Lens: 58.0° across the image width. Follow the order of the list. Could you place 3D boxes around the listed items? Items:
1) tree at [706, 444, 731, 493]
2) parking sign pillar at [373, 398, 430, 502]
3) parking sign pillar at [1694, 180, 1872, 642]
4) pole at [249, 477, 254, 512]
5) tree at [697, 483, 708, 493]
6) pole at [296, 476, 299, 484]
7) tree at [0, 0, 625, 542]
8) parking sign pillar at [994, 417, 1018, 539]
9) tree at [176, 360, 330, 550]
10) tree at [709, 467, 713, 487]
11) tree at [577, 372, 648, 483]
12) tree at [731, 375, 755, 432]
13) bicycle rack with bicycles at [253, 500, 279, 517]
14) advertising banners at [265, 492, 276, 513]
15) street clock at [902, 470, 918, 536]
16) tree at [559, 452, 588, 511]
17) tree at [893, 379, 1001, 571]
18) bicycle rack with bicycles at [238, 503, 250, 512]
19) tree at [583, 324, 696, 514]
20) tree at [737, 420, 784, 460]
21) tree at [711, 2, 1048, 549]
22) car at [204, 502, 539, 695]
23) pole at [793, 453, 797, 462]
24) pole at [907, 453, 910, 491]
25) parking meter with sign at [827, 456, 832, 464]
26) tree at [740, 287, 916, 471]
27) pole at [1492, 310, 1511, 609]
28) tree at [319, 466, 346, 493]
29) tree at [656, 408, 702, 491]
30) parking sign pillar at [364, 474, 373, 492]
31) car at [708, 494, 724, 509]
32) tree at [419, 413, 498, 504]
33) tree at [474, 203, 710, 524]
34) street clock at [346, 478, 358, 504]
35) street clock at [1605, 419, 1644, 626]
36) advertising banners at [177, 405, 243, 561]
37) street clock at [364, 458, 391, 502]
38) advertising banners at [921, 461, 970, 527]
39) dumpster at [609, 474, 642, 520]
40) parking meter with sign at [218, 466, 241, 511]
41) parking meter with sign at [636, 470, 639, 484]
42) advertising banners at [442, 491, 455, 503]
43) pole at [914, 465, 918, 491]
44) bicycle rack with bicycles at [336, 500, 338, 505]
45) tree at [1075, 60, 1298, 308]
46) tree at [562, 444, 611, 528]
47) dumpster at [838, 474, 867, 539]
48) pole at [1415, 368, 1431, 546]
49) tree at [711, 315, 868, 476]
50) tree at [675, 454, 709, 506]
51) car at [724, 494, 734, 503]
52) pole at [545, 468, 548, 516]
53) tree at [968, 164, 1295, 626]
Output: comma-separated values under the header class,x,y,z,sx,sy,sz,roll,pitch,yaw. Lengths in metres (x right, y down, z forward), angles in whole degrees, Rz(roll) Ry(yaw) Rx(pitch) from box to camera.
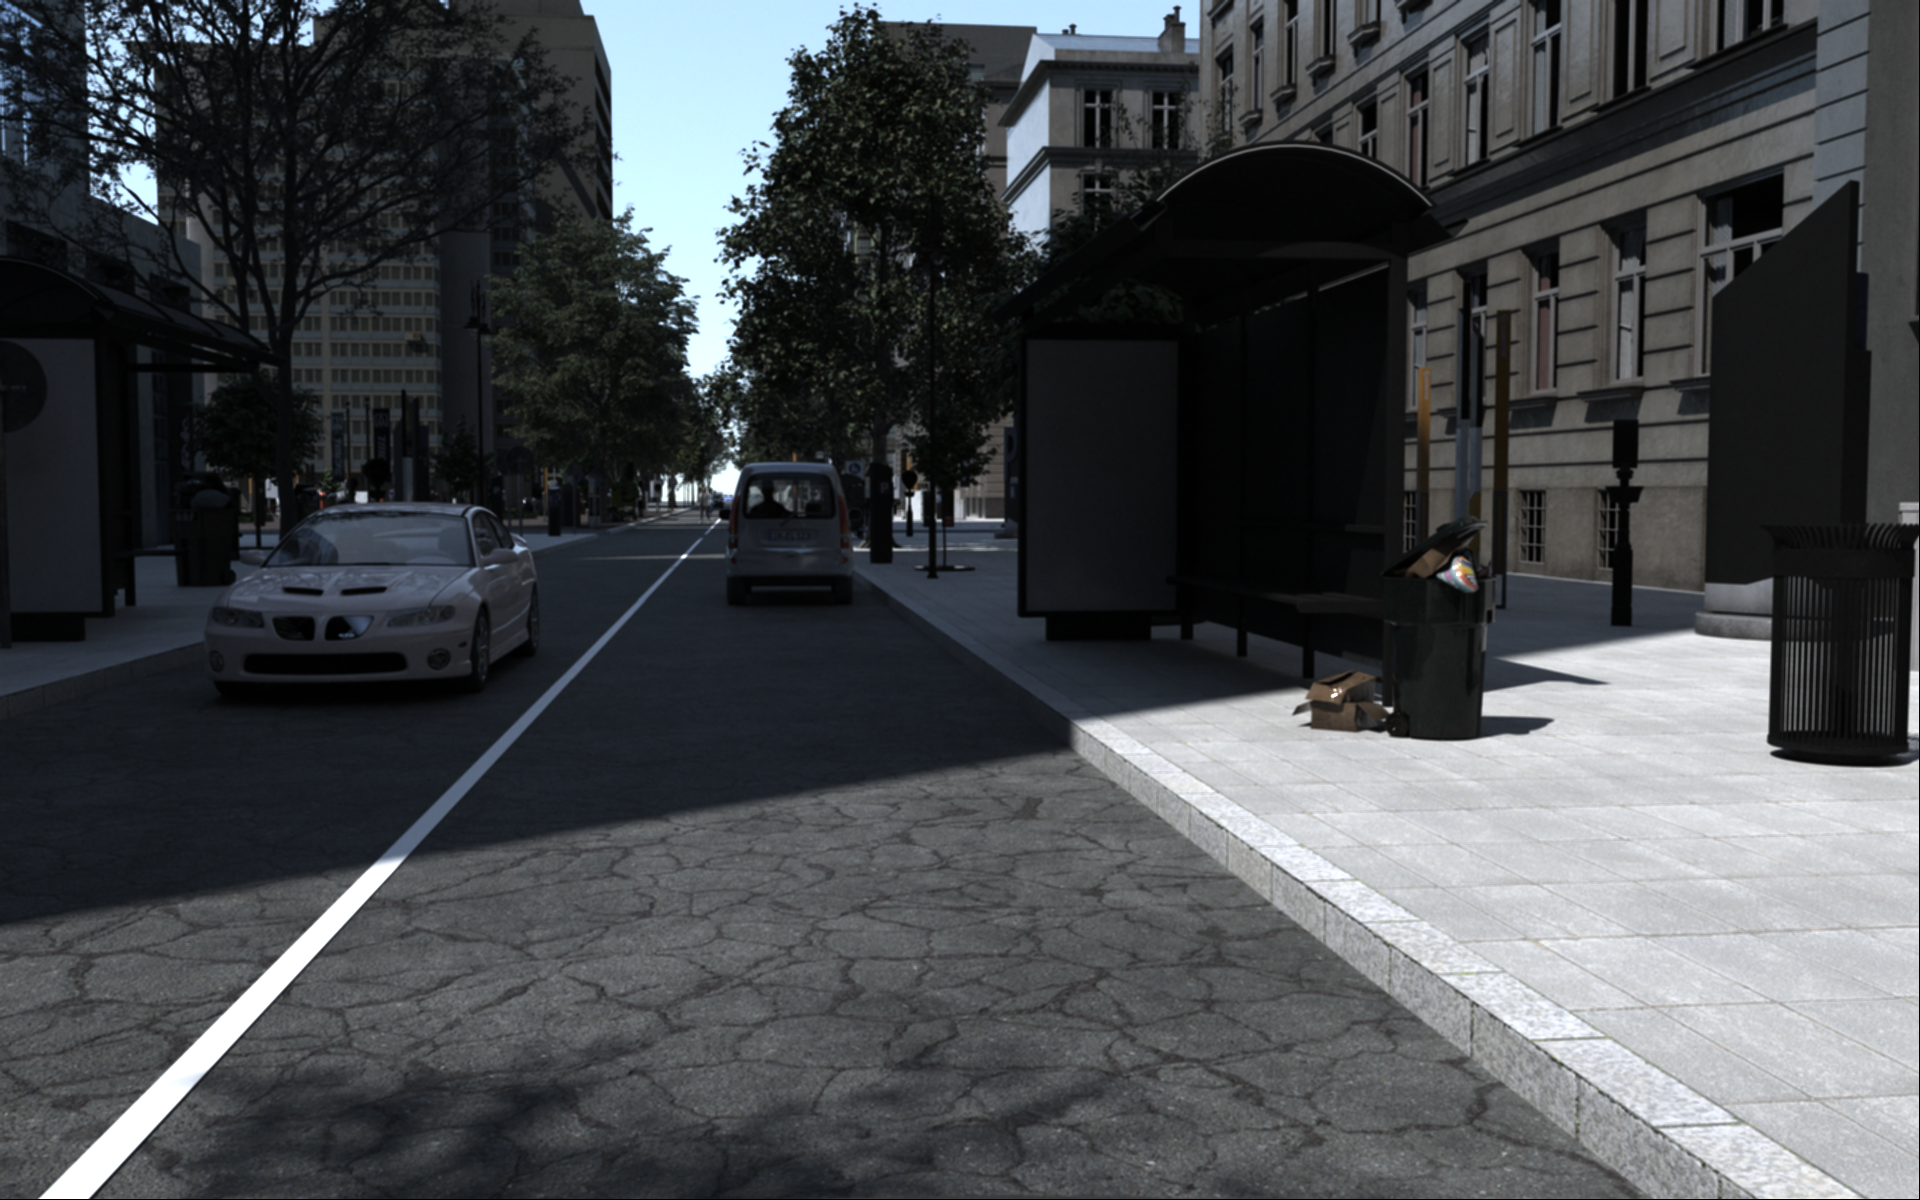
class,x,y,z,sx,sy,sz,roll,pitch,yaw
tree,-41.388,-22.029,285.923,9.928,11.665,9.643,0,3,0
parking sign pillar,-15.580,-3.713,49.183,1.447,3.967,1.447,3,5,45
parking sign pillar,7.456,-1.660,15.613,1.447,3.967,1.447,-2,4,-32
pole,-43.330,-6.851,105.856,0.158,3.312,0.155,0,3,0
tree,-38.987,-16.410,262.906,1.663,3.219,1.824,0,3,0
pole,-47.754,-8.017,124.920,0.158,3.312,0.155,0,3,0
tree,-10.426,-7.081,26.151,12.009,13.543,11.850,0,3,0
parking sign pillar,1.698,-3.751,49.805,1.447,3.967,1.447,-1,4,-18
tree,-16.309,-3.465,40.374,4.285,4.588,4.351,0,3,0
tree,-40.068,-19.548,269.973,4.360,8.622,3.978,0,3,0
tree,-18.029,-8.584,90.704,4.360,8.622,3.978,0,3,0
tree,-29.688,-24.568,257.571,12.611,20.169,13.585,0,3,0
bicycle rack with bicycles,-38.956,-5.277,99.658,2.925,0.926,2.852,-1,4,-16
advertising banners,-47.637,-7.586,120.218,0.090,3.025,2.074,1,4,21
street clock,-1.525,-2.927,52.422,0.471,2.002,0.358,0,4,4
tree,-29.267,-9.116,132.762,4.285,4.588,4.351,0,3,0
tree,-0.127,-2.112,29.128,1.663,3.219,1.824,0,3,0
bicycle rack with bicycles,-50.086,-6.801,124.580,2.852,0.926,2.925,-2,4,-29
tree,-20.399,-11.743,110.127,7.486,12.596,7.792,0,3,0
tree,-19.405,-15.926,178.524,7.486,12.596,7.792,0,3,0
tree,-1.809,-7.564,40.683,9.611,12.733,9.660,0,3,0
car,-4.533,-0.095,13.919,2.083,1.381,4.827,0,4,-6
pole,-8.019,-5.537,84.381,0.158,3.312,0.155,0,3,0
pole,-2.540,-5.599,85.385,0.158,3.312,0.155,0,3,0
parking meter with sign,-5.895,-5.123,80.025,0.543,3.016,1.738,0,4,-7
tree,-5.013,-8.471,72.916,7.601,10.594,8.767,-3,4,-36
pole,6.040,-1.559,19.331,0.158,3.312,0.155,0,3,0
tree,-39.269,-6.934,107.968,1.663,3.219,1.824,0,3,0
tree,-23.661,-11.795,143.217,4.737,8.622,4.395,0,3,0
parking sign pillar,-44.185,-8.669,130.213,1.447,3.967,1.447,2,4,31
car,-24.551,-9.989,173.104,2.009,1.686,4.222,0,4,-5
tree,-11.835,-2.871,41.548,1.663,3.219,1.824,0,3,0
tree,-15.735,-10.298,75.034,9.857,13.997,8.962,0,3,0
street clock,-27.006,-4.429,76.984,0.358,2.002,0.471,3,5,40
street clock,6.465,-0.752,16.872,0.358,2.002,0.471,1,4,20
advertising banners,-14.664,-2.300,33.794,2.074,3.025,0.090,2,4,35
street clock,-11.833,-1.874,35.206,0.471,2.002,0.358,-3,5,-40
advertising banners,-0.497,-4.376,67.733,2.074,3.025,0.090,-1,4,-13
dumpster,-16.421,-5.042,84.937,1.502,2.255,1.985,0,4,-7
parking meter with sign,-47.296,-7.083,112.067,1.738,3.016,0.543,1,4,13
parking meter with sign,-23.082,-7.779,123.448,0.543,3.016,1.738,1,4,12
advertising banners,-29.208,-6.323,99.568,0.090,3.025,2.074,1,4,14
pole,-2.305,-5.929,90.785,0.158,3.312,0.155,0,3,0
bicycle rack with bicycles,-37.521,-5.562,104.328,2.925,0.926,2.852,2,4,26
tree,3.807,-4.906,30.578,4.360,8.622,3.978,0,3,0
tree,-14.153,-4.396,66.482,1.663,3.219,1.824,0,3,0
dumpster,-3.323,-2.688,49.712,1.264,1.857,1.865,0,4,-7
pole,7.499,-2.092,28.054,0.158,3.312,0.155,0,3,0
tree,-9.387,-11.503,98.440,12.009,13.543,11.850,0,3,0
tree,-29.541,-14.529,187.912,4.360,8.622,3.978,0,3,0
car,-36.339,-16.029,271.668,1.945,1.707,3.694,0,4,-7
pole,-23.836,-6.481,99.809,0.158,3.312,0.155,0,3,0
tree,1.809,-2.056,17.337,4.285,4.588,4.351,0,3,0
